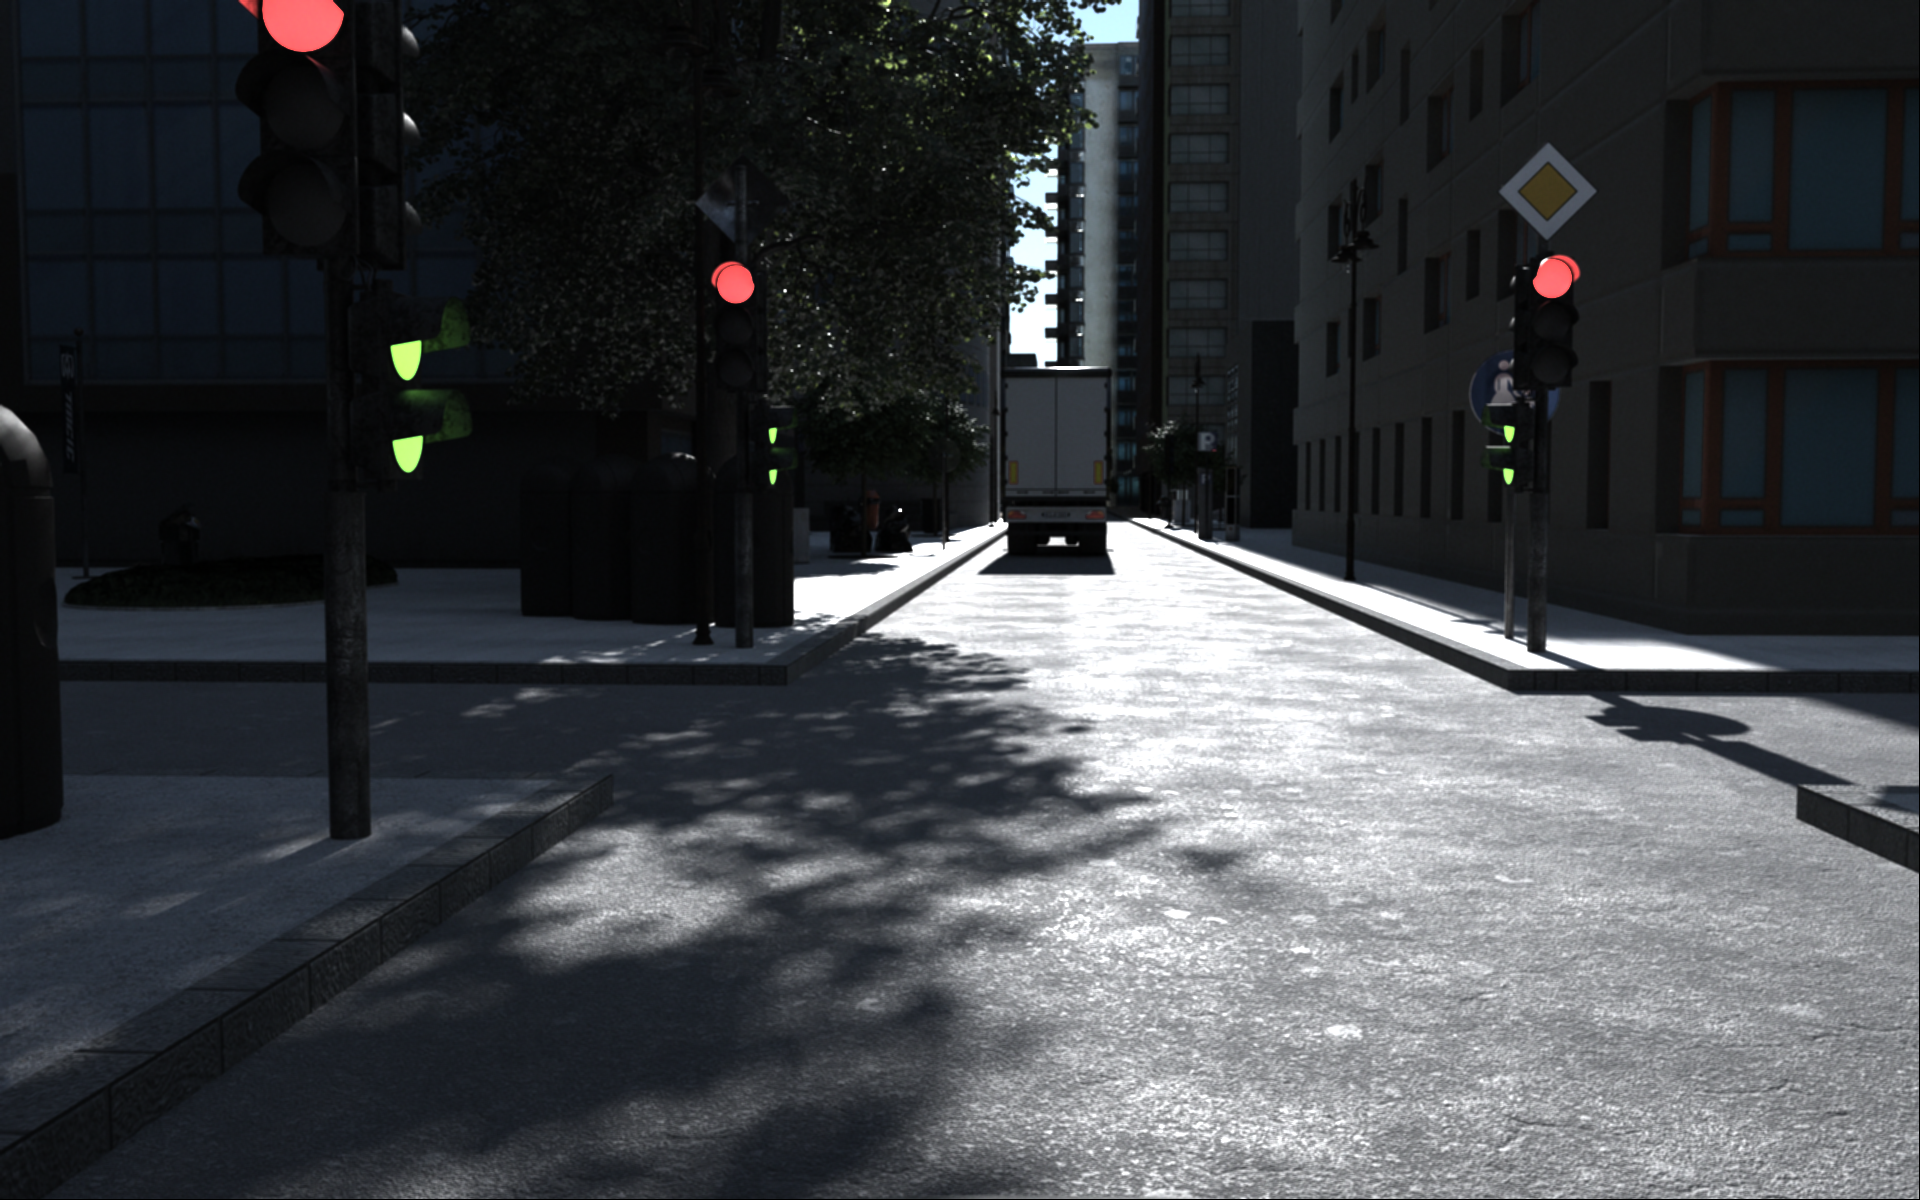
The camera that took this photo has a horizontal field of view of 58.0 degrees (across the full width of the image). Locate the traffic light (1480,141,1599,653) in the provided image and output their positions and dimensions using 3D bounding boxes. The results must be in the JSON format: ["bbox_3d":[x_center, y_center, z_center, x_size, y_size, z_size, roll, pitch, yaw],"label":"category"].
[{"bbox_3d":[4.667,-1.532,13.968,0.839,4.253,0.868,0,4,3],"label":"traffic light"}]

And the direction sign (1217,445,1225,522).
[{"bbox_3d":[12.075,-5.383,80.013,0.876,3.537,0.379,1,4,8],"label":"direction sign"}]

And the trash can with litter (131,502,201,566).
[{"bbox_3d":[-11.439,-0.820,24.801,1.055,1.170,0.624,-2,4,-25],"label":"trash can with litter"}]

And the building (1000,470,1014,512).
[{"bbox_3d":[-11.850,-26.852,130.903,32.217,40.220,23.993,0,4,3],"label":"building"}]

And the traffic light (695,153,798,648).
[{"bbox_3d":[-1.783,-1.555,14.343,0.839,4.253,0.868,0,4,3],"label":"traffic light"}]

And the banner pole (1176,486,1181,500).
[{"bbox_3d":[10.525,-5.761,84.210,0.863,3.779,0.401,2,4,34],"label":"banner pole"}]

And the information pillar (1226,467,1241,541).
[{"bbox_3d":[7.449,-2.615,47.249,0.304,2.012,0.304,2,4,32],"label":"information pillar"}]

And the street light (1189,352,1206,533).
[{"bbox_3d":[7.742,-5.124,56.558,0.468,5.910,1.993,0,4,3],"label":"street light"}]

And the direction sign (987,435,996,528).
[{"bbox_3d":[1.221,-4.556,66.480,0.379,3.537,0.876,0,4,1],"label":"direction sign"}]

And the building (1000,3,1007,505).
[{"bbox_3d":[-6.810,-32.421,153.782,21.600,48.544,21.300,0,4,3],"label":"building"}]

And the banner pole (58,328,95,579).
[{"bbox_3d":[-13.248,-2.197,25.935,0.401,3.779,0.863,0,4,-2],"label":"banner pole"}]

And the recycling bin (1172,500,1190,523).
[{"bbox_3d":[9.977,-4.011,78.137,0.722,1.027,0.722,0,4,-2],"label":"recycling bin"}]

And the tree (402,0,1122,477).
[{"bbox_3d":[-2.807,-7.006,21.212,9.857,13.997,8.962,0,3,0],"label":"tree"}]

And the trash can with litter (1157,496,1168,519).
[{"bbox_3d":[10.435,-4.637,87.206,0.624,1.170,1.055,3,5,44],"label":"trash can with litter"}]

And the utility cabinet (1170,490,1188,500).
[{"bbox_3d":[11.175,-4.894,88.700,1.173,1.500,0.318,-3,5,-43],"label":"utility cabinet"}]

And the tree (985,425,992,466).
[{"bbox_3d":[-0.801,-4.203,52.434,4.285,4.588,4.351,0,3,0],"label":"tree"}]

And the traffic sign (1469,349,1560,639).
[{"bbox_3d":[4.877,-0.929,15.302,0.768,2.556,0.104,1,4,11],"label":"traffic sign"}]

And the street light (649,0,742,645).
[{"bbox_3d":[-2.194,-2.558,14.613,0.468,5.910,1.993,0,4,3],"label":"street light"}]

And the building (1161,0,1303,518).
[{"bbox_3d":[18.371,-25.285,96.997,14.154,41.232,14.086,0,4,3],"label":"building"}]

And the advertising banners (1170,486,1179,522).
[{"bbox_3d":[9.951,-5.138,80.198,0.090,3.025,2.074,1,4,19],"label":"advertising banners"}]

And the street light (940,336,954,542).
[{"bbox_3d":[-0.345,-4.468,45.846,0.468,5.910,1.993,0,4,3],"label":"street light"}]

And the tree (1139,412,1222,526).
[{"bbox_3d":[8.854,-5.226,69.154,4.285,4.588,4.351,0,3,0],"label":"tree"}]

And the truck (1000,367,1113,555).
[{"bbox_3d":[2.526,-3.371,44.036,2.839,4.237,11.283,0,4,4],"label":"truck"}]

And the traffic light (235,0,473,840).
[{"bbox_3d":[-2.268,-1.067,6.373,0.839,4.253,0.868,0,4,3],"label":"traffic light"}]

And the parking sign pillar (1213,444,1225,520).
[{"bbox_3d":[12.936,-5.971,86.103,1.447,3.967,1.447,2,4,33],"label":"parking sign pillar"}]

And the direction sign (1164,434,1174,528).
[{"bbox_3d":[7.987,-4.534,66.133,0.379,3.537,0.876,2,4,27],"label":"direction sign"}]

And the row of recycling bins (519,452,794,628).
[{"bbox_3d":[-3.152,-0.644,17.639,3.534,1.692,1.069,2,4,34],"label":"row of recycling bins"}]

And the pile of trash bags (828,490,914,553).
[{"bbox_3d":[-2.049,-1.821,39.528,1.912,1.369,3.447,0,4,-3],"label":"pile of trash bags"}]

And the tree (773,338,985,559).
[{"bbox_3d":[-2.028,-3.124,34.789,4.285,4.588,4.351,0,3,0],"label":"tree"}]

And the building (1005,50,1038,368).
[{"bbox_3d":[-7.250,-53.267,183.585,31.000,86.520,22.319,0,4,3],"label":"building"}]

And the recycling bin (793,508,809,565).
[{"bbox_3d":[-3.250,-1.175,31.761,0.722,1.027,0.722,3,4,39],"label":"recycling bin"}]

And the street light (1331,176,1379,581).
[{"bbox_3d":[5.802,-3.230,25.593,0.468,5.910,1.993,0,4,3],"label":"street light"}]

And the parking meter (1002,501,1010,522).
[{"bbox_3d":[2.117,-4.503,79.333,0.255,1.863,0.399,1,4,21],"label":"parking meter"}]

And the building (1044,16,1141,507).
[{"bbox_3d":[24.305,-34.515,183.936,30.456,49.044,23.786,0,4,3],"label":"building"}]

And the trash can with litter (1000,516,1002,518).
[{"bbox_3d":[2.008,-4.750,89.053,1.055,1.170,0.624,-1,4,-9],"label":"trash can with litter"}]

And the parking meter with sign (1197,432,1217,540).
[{"bbox_3d":[7.006,-3.244,49.302,0.543,3.016,1.738,0,4,6],"label":"parking meter with sign"}]

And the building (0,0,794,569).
[{"bbox_3d":[-11.451,-23.559,35.304,14.600,45.320,14.200,0,4,3],"label":"building"}]

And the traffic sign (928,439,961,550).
[{"bbox_3d":[-0.370,-2.425,39.754,0.768,2.556,0.104,1,4,11],"label":"traffic sign"}]

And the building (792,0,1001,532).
[{"bbox_3d":[-9.357,-32.293,69.992,21.231,58.520,28.212,0,4,3],"label":"building"}]

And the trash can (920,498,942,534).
[{"bbox_3d":[-0.935,-2.735,56.364,0.748,1.137,0.748,0,3,0],"label":"trash can"}]

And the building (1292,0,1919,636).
[{"bbox_3d":[21.880,-11.190,27.995,28.899,21.520,27.650,0,4,3],"label":"building"}]

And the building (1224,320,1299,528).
[{"bbox_3d":[21.677,-45.489,56.421,22.319,86.520,31.000,0,4,3],"label":"building"}]

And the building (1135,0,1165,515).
[{"bbox_3d":[20.053,-29.055,125.156,14.600,45.320,14.200,0,4,3],"label":"building"}]

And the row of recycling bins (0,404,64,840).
[{"bbox_3d":[-5.231,0.013,6.901,3.534,1.692,1.069,1,4,10],"label":"row of recycling bins"}]

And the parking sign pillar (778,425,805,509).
[{"bbox_3d":[-5.359,-3.941,52.912,1.447,3.967,1.447,3,4,39],"label":"parking sign pillar"}]

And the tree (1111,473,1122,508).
[{"bbox_3d":[13.748,-9.890,156.302,1.663,3.219,1.824,0,3,0],"label":"tree"}]

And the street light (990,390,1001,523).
[{"bbox_3d":[1.599,-6.362,76.811,0.468,5.910,1.993,0,4,3],"label":"street light"}]

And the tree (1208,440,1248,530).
[{"bbox_3d":[9.225,-4.088,61.448,1.663,3.219,1.824,0,3,0],"label":"tree"}]

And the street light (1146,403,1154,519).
[{"bbox_3d":[9.692,-7.071,88.404,0.468,5.910,1.993,0,4,3],"label":"street light"}]
